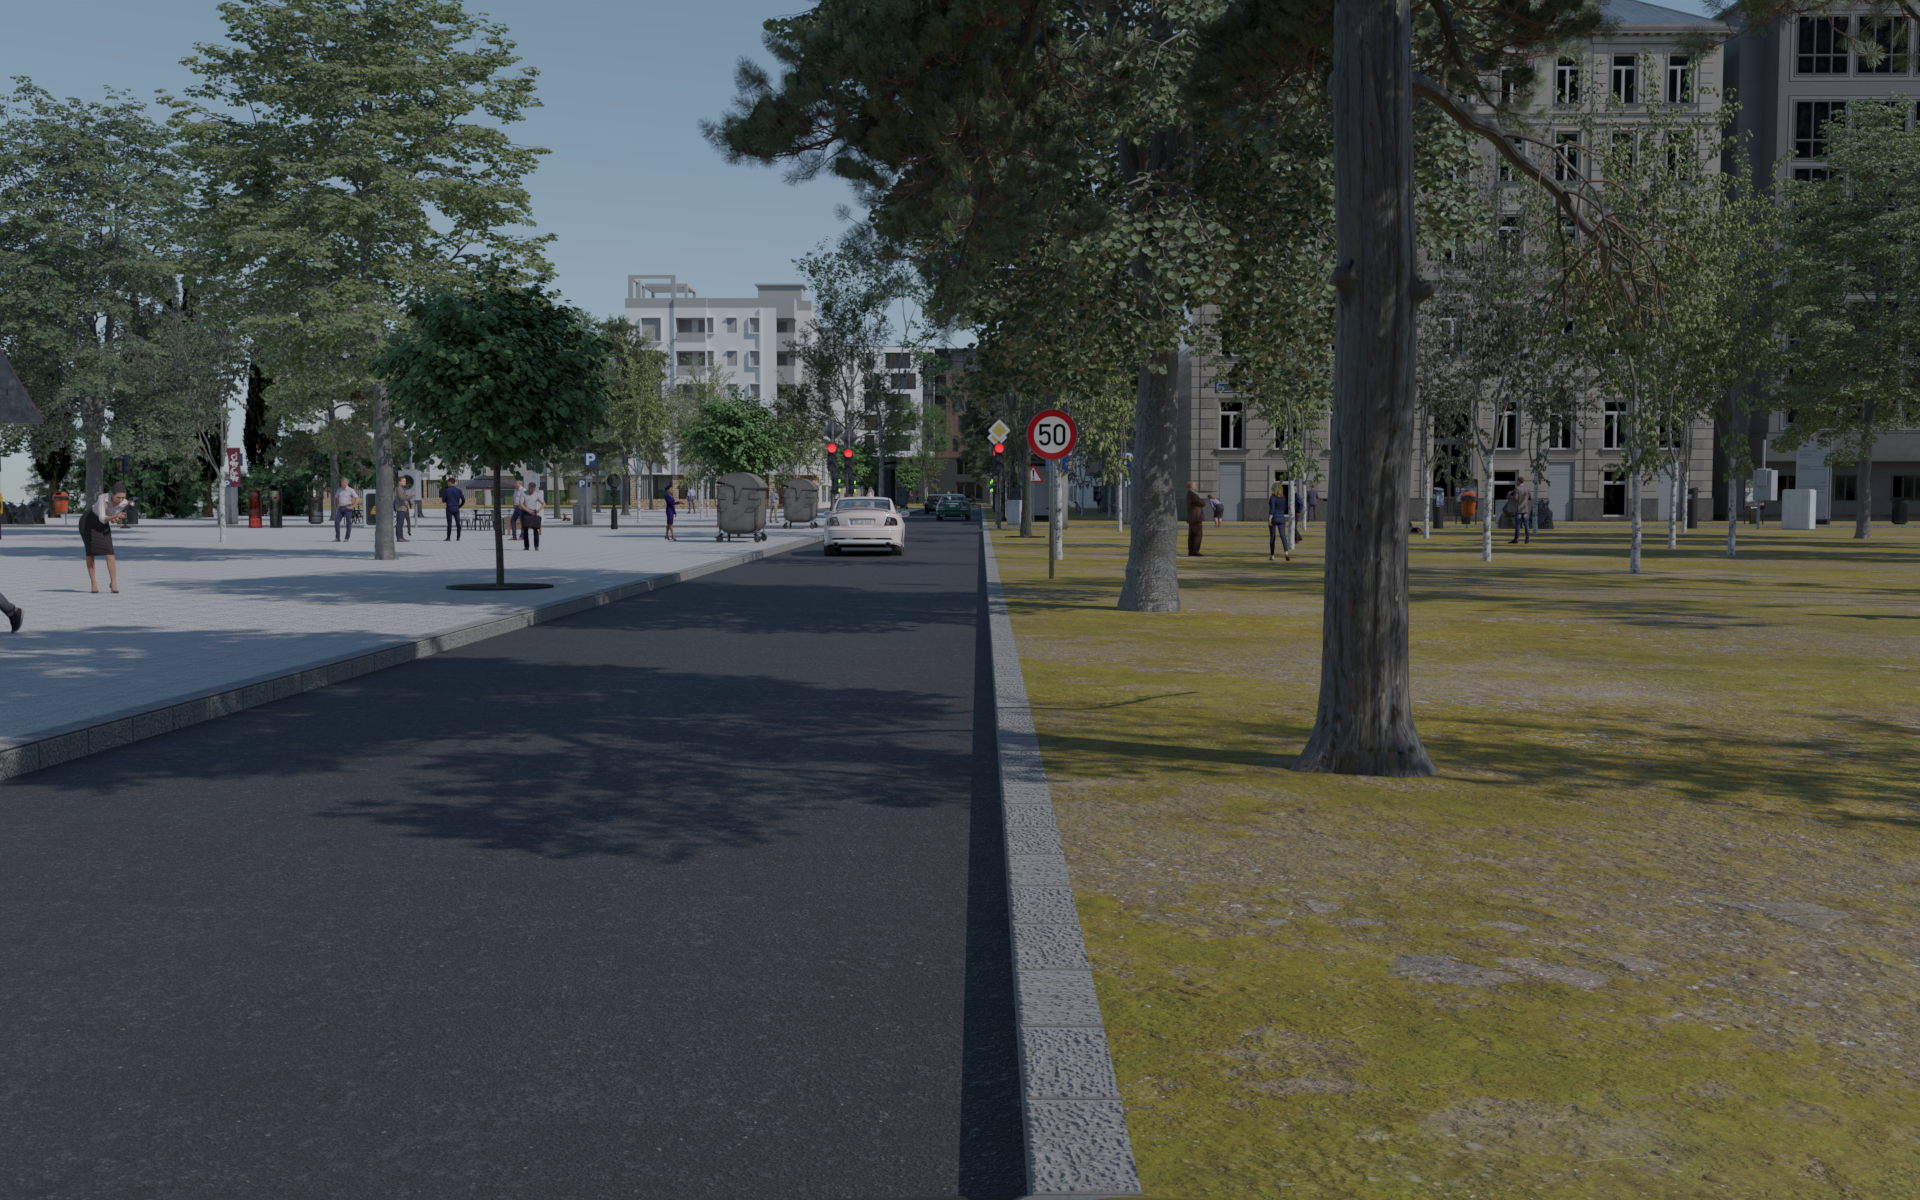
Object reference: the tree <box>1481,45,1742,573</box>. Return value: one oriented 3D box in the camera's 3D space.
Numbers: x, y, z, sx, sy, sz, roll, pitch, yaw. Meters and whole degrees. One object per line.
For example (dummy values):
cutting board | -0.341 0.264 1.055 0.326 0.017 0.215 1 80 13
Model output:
tree | 10.733 -4.740 27.857 4.737 8.622 4.395 0 3 0

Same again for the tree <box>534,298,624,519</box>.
tree | -20.955 -9.999 89.239 9.928 11.665 9.643 0 3 0

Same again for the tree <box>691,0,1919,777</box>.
tree | 1.873 -5.235 7.647 6.751 12.117 7.091 0 3 0

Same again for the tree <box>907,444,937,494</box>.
tree | -4.653 -16.688 223.218 4.360 8.622 3.978 0 3 0

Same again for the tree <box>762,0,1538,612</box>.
tree | 2.110 -6.863 18.867 9.857 13.997 8.962 0 3 0

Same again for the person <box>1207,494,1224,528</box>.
person | 9.839 -3.369 66.811 0.697 1.427 0.421 3 5 42

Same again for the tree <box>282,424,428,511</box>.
tree | -47.152 -10.392 132.820 11.467 7.101 20.602 -2 4 -29

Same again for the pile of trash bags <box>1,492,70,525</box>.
pile of trash bags | -39.116 -3.869 73.007 3.447 1.369 1.912 1 4 10

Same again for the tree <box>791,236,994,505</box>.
tree | -4.238 -15.677 112.214 12.611 20.169 13.585 0 3 0

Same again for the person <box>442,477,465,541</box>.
person | -13.901 -2.486 47.402 0.504 1.737 0.576 3 5 42

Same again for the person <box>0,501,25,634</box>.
person | -8.837 -0.460 15.781 0.471 1.553 0.569 -1 4 -14

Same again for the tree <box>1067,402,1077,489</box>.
tree | 8.246 -8.888 95.679 4.360 8.622 3.978 0 3 0

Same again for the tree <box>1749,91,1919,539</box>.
tree | 26.380 -8.033 49.471 7.486 12.596 7.792 0 3 0

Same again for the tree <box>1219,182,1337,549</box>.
tree | 7.447 -5.474 39.862 4.737 8.622 4.395 0 3 0

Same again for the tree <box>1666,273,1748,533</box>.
tree | 24.075 -6.572 57.807 4.360 8.622 3.978 0 3 0

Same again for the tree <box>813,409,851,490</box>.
tree | -10.286 -11.902 144.966 4.360 8.622 3.978 0 3 0

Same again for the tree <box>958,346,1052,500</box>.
tree | 3.888 -13.849 133.861 7.806 13.903 7.818 0 3 0

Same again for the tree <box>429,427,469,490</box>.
tree | -32.114 -9.775 110.182 4.737 8.622 4.395 0 3 0

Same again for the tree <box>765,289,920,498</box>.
tree | -5.471 -8.883 79.645 7.601 10.594 8.767 -1 4 -21

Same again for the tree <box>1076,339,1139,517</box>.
tree | 7.873 -7.735 76.827 4.360 8.622 3.978 0 3 0

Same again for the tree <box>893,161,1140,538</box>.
tree | 1.810 -7.632 50.541 9.928 11.665 9.643 0 3 0

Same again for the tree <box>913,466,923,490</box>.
tree | -5.062 -10.957 162.866 4.285 4.588 4.351 0 3 0

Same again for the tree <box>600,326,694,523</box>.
tree | -14.130 -7.674 75.836 4.737 8.622 4.395 0 3 0

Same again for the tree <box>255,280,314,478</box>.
tree | -29.863 -9.809 82.425 6.751 12.117 7.091 0 3 0

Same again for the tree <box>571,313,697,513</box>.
tree | -24.990 -12.734 118.575 12.009 13.543 11.850 0 3 0

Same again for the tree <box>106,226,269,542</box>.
tree | -19.886 -5.846 45.953 4.360 8.622 3.978 0 3 0

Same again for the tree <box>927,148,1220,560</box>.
tree | 2.007 -5.072 33.292 4.737 8.622 4.395 0 3 0

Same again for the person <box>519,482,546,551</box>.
person | -9.705 -1.901 39.334 0.614 1.554 0.590 -1 4 -20

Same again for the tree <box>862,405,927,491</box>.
tree | -5.590 -11.151 132.680 4.737 8.622 4.395 0 3 0

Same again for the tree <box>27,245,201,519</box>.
tree | -44.193 -11.909 96.533 13.155 14.587 18.604 0 4 -1

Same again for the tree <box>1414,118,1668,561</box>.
tree | 10.295 -5.057 33.045 4.360 8.622 3.978 0 3 0

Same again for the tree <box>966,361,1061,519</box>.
tree | 2.516 -8.292 85.942 4.360 8.622 3.978 0 3 0

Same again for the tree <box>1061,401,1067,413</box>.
tree | 6.499 -9.793 110.478 4.360 8.622 3.978 0 3 0

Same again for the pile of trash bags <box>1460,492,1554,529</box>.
pile of trash bags | 20.334 -3.340 64.369 3.447 1.369 1.912 2 4 26

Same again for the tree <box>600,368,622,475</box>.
tree | -27.646 -12.949 129.847 7.486 12.596 7.792 0 3 0

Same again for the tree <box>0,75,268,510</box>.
tree | -27.049 -9.018 54.096 9.857 13.997 8.962 0 3 0

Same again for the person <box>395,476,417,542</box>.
person | -14.808 -2.437 46.421 0.750 1.759 0.617 0 4 4

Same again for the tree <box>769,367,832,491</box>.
tree | -9.236 -9.011 97.688 4.737 8.622 4.395 0 3 0

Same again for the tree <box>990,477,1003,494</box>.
tree | 3.338 -10.509 166.429 1.663 3.219 1.824 0 3 0

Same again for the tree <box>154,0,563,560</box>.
tree | -11.651 -7.050 33.400 7.486 12.596 7.792 0 3 0

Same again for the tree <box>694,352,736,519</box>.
tree | -13.513 -8.477 88.954 4.737 8.622 4.395 0 3 0

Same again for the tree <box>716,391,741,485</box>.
tree | -16.283 -10.482 121.746 4.360 8.622 3.978 0 3 0
